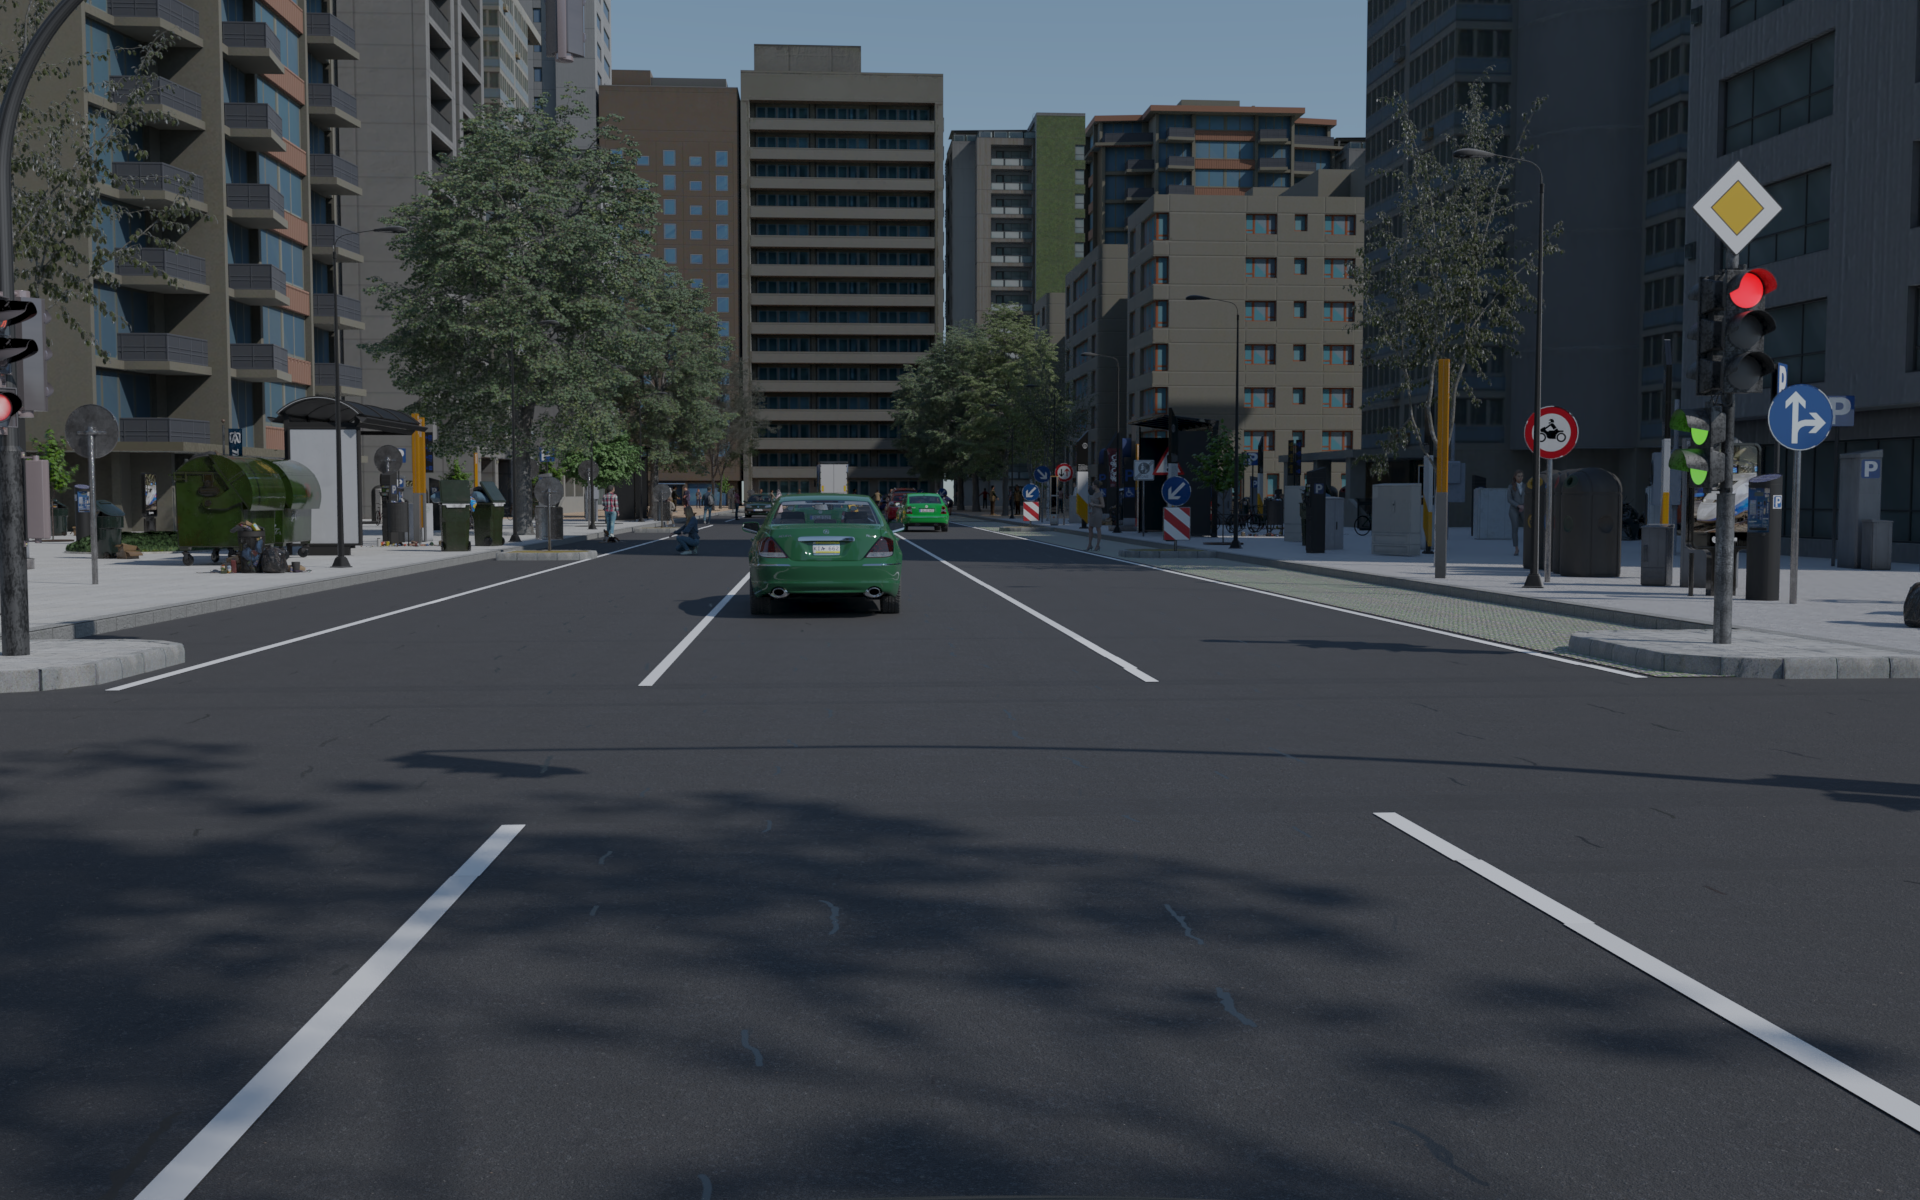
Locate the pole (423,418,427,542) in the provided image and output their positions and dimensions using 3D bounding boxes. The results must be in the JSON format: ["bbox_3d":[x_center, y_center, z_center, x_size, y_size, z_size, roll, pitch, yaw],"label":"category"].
[{"bbox_3d":[-14.342,-3.201,46.175,0.158,3.312,0.155,0,3,0],"label":"pole"}]

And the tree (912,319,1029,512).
[{"bbox_3d":[1.207,-13.365,125.174,9.857,13.997,8.962,0,3,0],"label":"tree"}]

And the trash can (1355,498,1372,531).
[{"bbox_3d":[14.299,-3.018,61.003,0.748,1.137,0.748,0,3,0],"label":"trash can"}]

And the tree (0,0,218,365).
[{"bbox_3d":[-11.145,-4.261,20.038,4.360,8.622,3.978,0,3,0],"label":"tree"}]

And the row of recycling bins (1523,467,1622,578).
[{"bbox_3d":[10.004,-1.295,28.280,1.069,1.692,3.534,0,4,6],"label":"row of recycling bins"}]

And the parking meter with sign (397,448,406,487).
[{"bbox_3d":[-21.593,-4.317,66.844,0.543,3.016,1.738,-1,4,-14],"label":"parking meter with sign"}]

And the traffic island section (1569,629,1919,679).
[{"bbox_3d":[6.565,0.453,14.874,2.009,0.180,2.903,0,4,-4],"label":"traffic island section"}]

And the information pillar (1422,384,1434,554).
[{"bbox_3d":[10.065,-2.804,37.204,0.183,3.616,0.504,0,4,1],"label":"information pillar"}]

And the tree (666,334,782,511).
[{"bbox_3d":[-18.899,-13.608,132.864,12.009,13.543,11.850,0,3,0],"label":"tree"}]

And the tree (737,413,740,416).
[{"bbox_3d":[-16.810,-11.520,95.004,9.857,13.997,8.962,0,3,0],"label":"tree"}]

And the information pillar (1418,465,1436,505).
[{"bbox_3d":[11.772,-2.400,43.724,0.304,2.012,0.304,-3,4,-36],"label":"information pillar"}]

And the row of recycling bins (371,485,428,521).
[{"bbox_3d":[-25.087,-4.402,79.087,3.534,1.692,1.069,0,4,-4],"label":"row of recycling bins"}]

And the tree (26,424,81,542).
[{"bbox_3d":[-24.432,-3.190,46.763,1.663,3.219,1.824,0,3,0],"label":"tree"}]

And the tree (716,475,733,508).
[{"bbox_3d":[-21.840,-10.175,160.965,1.663,3.219,1.824,0,3,0],"label":"tree"}]

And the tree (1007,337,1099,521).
[{"bbox_3d":[4.396,-8.028,81.617,4.360,8.622,3.978,0,3,0],"label":"tree"}]

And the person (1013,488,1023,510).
[{"bbox_3d":[4.584,-8.407,143.502,1.348,1.822,0.705,-1,4,-19],"label":"person"}]

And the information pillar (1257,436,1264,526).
[{"bbox_3d":[12.060,-4.779,69.498,0.183,3.616,0.504,2,4,28],"label":"information pillar"}]

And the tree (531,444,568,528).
[{"bbox_3d":[-15.515,-4.326,65.331,1.663,3.219,1.824,0,3,0],"label":"tree"}]

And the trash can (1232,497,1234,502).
[{"bbox_3d":[13.988,-4.788,89.930,0.748,1.137,0.748,0,3,0],"label":"trash can"}]

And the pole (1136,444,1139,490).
[{"bbox_3d":[7.181,-4.696,70.630,0.158,3.312,0.155,0,3,0],"label":"pole"}]

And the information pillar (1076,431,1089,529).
[{"bbox_3d":[4.532,-4.446,64.050,0.504,3.616,0.183,-2,4,-32],"label":"information pillar"}]

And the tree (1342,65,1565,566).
[{"bbox_3d":[8.576,-4.917,30.755,4.360,8.622,3.978,0,3,0],"label":"tree"}]

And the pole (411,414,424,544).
[{"bbox_3d":[-13.813,-3.068,44.009,0.158,3.312,0.155,0,3,0],"label":"pole"}]

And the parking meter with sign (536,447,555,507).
[{"bbox_3d":[-15.127,-4.084,63.039,0.543,3.016,1.738,0,4,-6],"label":"parking meter with sign"}]

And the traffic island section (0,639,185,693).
[{"bbox_3d":[-7.534,0.519,13.789,2.009,0.180,2.903,0,4,-4],"label":"traffic island section"}]

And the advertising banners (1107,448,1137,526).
[{"bbox_3d":[6.580,-4.243,65.560,2.074,3.025,0.090,1,4,13],"label":"advertising banners"}]

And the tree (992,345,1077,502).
[{"bbox_3d":[3.800,-8.321,86.417,4.737,8.622,4.395,0,3,0],"label":"tree"}]

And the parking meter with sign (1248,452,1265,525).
[{"bbox_3d":[12.543,-4.703,73.149,0.543,3.016,1.738,1,4,22],"label":"parking meter with sign"}]

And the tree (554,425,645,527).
[{"bbox_3d":[-15.341,-5.558,74.588,4.285,4.588,4.351,0,3,0],"label":"tree"}]

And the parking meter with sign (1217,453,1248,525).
[{"bbox_3d":[10.993,-4.648,72.257,1.738,3.016,0.543,1,4,19],"label":"parking meter with sign"}]

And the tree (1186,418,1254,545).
[{"bbox_3d":[6.549,-3.016,43.918,1.663,3.219,1.824,0,3,0],"label":"tree"}]

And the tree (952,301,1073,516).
[{"bbox_3d":[3.059,-11.281,102.563,7.486,12.596,7.792,0,3,0],"label":"tree"}]

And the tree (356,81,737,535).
[{"bbox_3d":[-13.775,-9.003,53.853,9.857,13.997,8.962,0,3,0],"label":"tree"}]

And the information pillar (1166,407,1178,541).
[{"bbox_3d":[5.779,-3.405,47.027,0.183,3.616,0.504,2,4,30],"label":"information pillar"}]

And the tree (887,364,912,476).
[{"bbox_3d":[-0.054,-14.072,136.726,9.857,13.997,8.962,0,3,0],"label":"tree"}]

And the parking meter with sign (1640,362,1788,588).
[{"bbox_3d":[10.277,-1.678,23.698,1.738,3.016,0.543,3,4,37],"label":"parking meter with sign"}]

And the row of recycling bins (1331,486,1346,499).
[{"bbox_3d":[18.748,-4.824,85.985,3.534,1.692,1.069,2,4,31],"label":"row of recycling bins"}]

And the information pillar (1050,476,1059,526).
[{"bbox_3d":[3.858,-4.048,70.684,0.304,2.012,0.304,1,4,15],"label":"information pillar"}]

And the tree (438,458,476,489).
[{"bbox_3d":[-24.078,-5.404,82.955,1.663,3.219,1.824,0,3,0],"label":"tree"}]

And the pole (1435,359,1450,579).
[{"bbox_3d":[7.319,-1.984,26.278,0.158,3.312,0.155,0,3,0],"label":"pole"}]

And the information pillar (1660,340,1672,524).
[{"bbox_3d":[10.658,-2.129,26.158,0.183,3.616,0.504,1,4,18],"label":"information pillar"}]

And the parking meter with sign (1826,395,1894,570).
[{"bbox_3d":[15.509,-2.055,29.864,0.543,3.016,1.738,0,4,1],"label":"parking meter with sign"}]

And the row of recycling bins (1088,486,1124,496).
[{"bbox_3d":[7.314,-4.804,85.663,3.534,1.692,1.069,-3,5,-39],"label":"row of recycling bins"}]

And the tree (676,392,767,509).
[{"bbox_3d":[-20.765,-13.147,149.369,8.767,10.594,7.601,0,4,-2],"label":"tree"}]

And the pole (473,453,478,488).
[{"bbox_3d":[-24.023,-5.634,85.960,0.158,3.312,0.155,0,3,0],"label":"pole"}]

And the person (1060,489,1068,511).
[{"bbox_3d":[7.892,-7.786,134.079,1.217,1.736,0.721,-3,4,-39],"label":"person"}]
